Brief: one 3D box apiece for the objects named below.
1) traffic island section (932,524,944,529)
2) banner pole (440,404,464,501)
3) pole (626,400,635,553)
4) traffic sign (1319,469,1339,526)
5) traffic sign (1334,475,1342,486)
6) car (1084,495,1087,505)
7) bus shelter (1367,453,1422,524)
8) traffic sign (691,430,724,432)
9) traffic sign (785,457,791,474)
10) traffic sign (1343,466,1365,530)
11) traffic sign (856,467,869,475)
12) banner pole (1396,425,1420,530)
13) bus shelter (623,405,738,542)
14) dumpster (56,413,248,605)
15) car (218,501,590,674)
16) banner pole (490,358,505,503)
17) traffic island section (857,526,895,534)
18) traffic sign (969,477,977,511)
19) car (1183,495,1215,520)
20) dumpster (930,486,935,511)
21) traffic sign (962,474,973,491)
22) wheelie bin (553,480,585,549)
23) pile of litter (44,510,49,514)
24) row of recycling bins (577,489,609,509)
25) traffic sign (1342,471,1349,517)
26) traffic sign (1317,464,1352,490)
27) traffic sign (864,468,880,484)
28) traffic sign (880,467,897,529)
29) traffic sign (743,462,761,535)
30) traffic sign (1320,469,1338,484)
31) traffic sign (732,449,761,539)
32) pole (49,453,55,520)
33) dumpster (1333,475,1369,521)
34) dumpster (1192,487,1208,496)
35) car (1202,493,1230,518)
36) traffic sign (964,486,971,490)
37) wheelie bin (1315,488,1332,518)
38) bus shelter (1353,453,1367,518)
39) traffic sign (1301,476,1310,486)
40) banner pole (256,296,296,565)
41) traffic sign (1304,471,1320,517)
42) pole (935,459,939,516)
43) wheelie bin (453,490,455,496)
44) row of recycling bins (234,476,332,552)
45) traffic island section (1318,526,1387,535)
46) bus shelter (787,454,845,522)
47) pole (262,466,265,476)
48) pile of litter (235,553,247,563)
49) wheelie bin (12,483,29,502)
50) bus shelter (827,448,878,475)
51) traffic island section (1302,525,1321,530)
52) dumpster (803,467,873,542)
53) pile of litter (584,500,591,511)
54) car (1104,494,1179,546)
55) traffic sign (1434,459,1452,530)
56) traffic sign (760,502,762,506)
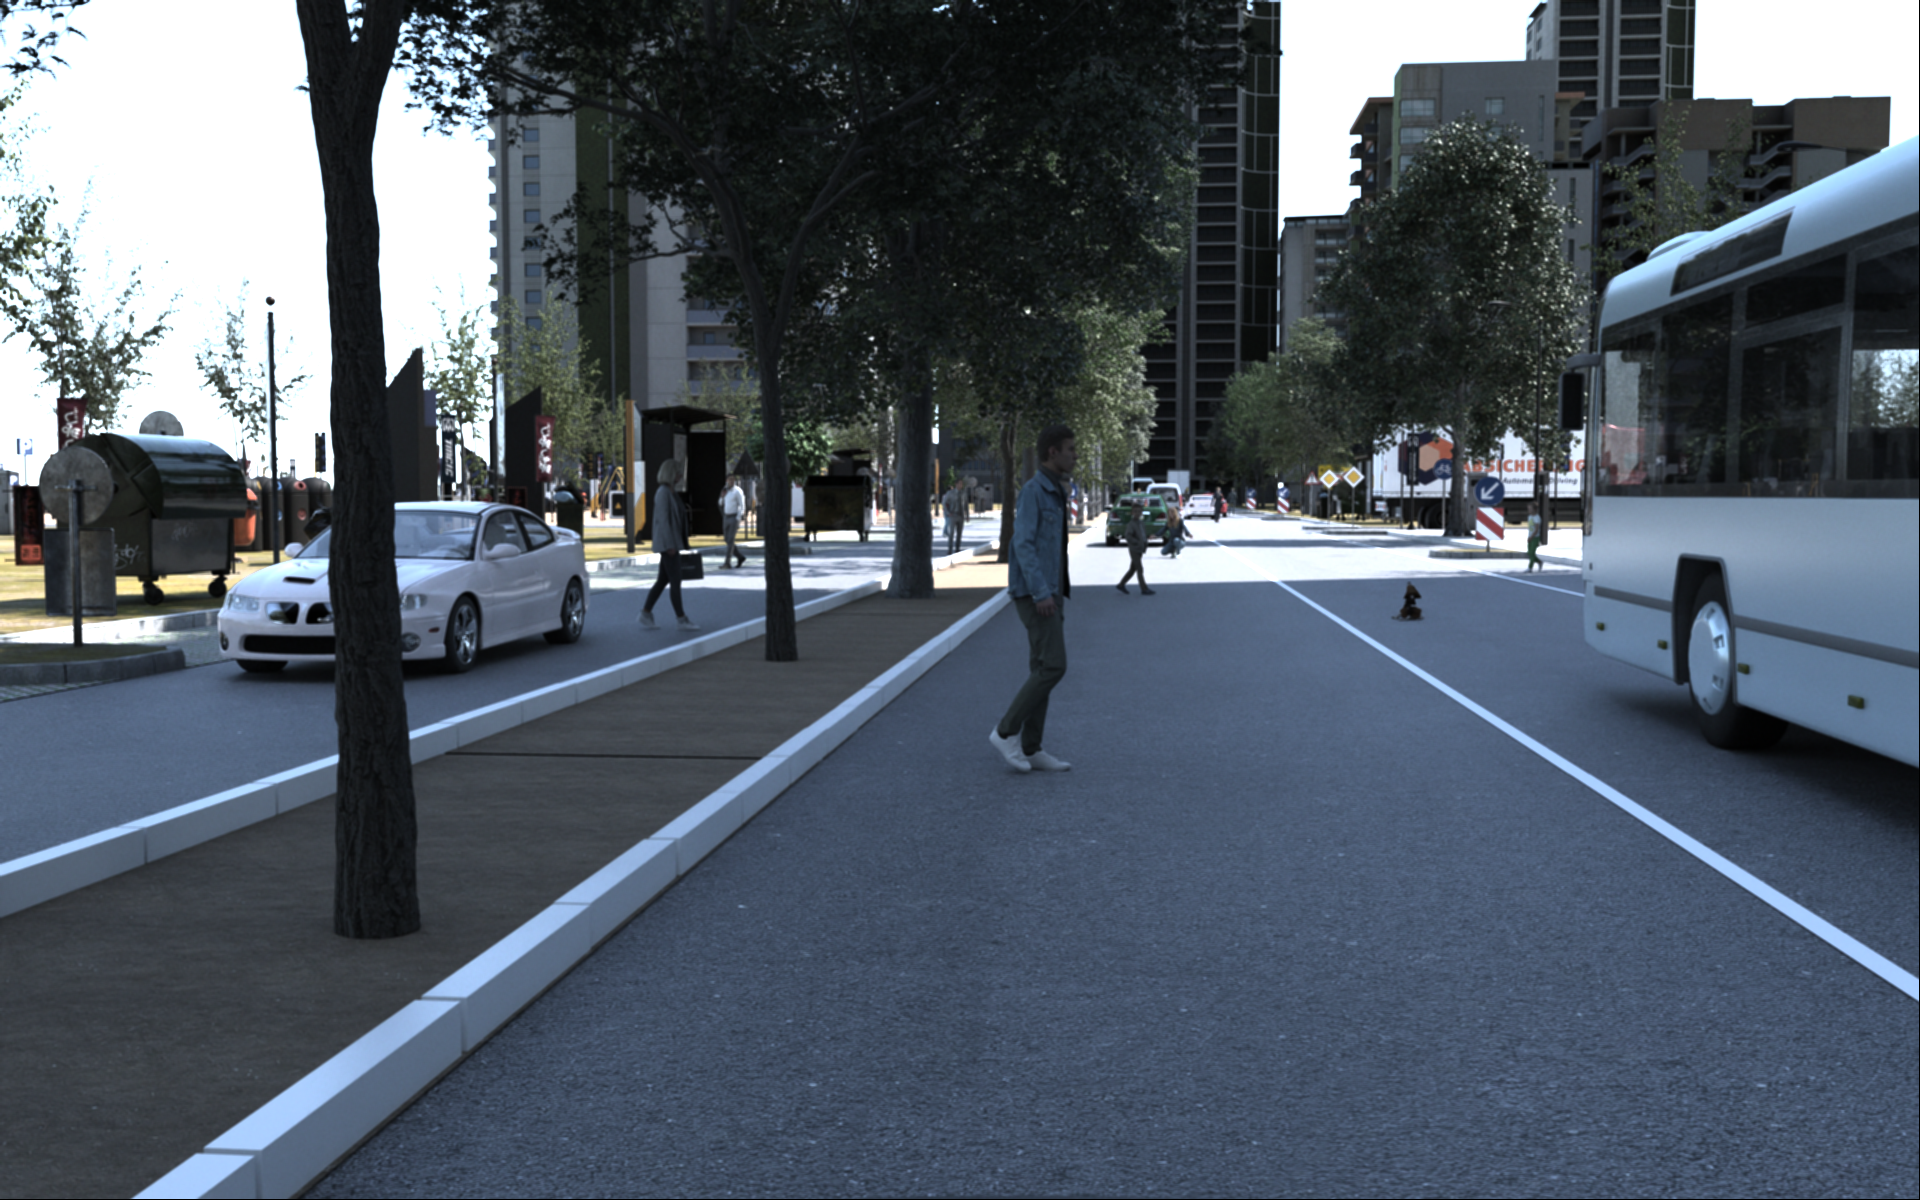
[{"bbox_3d":[-1.739,-3.009,71.471,2.009,0.180,2.903,0,4,6],"label":"traffic island section"},{"bbox_3d":[-13.971,-3.538,47.863,0.401,3.779,0.863,3,5,44],"label":"banner pole"},{"bbox_3d":[-7.165,-2.679,37.642,0.158,3.312,0.155,0,3,0],"label":"pole"},{"bbox_3d":[14.839,-4.039,69.675,0.795,2.450,0.064,0,4,6],"label":"traffic sign"},{"bbox_3d":[25.141,-7.059,115.526,0.768,2.556,0.104,0,4,7],"label":"traffic sign"},{"bbox_3d":[14.452,-11.500,200.393,2.083,1.381,4.827,0,4,5],"label":"car"},{"bbox_3d":[20.011,-6.101,77.379,2.179,5.291,8.768,0,4,6],"label":"bus shelter"},{"bbox_3d":[-8.595,-3.751,55.204,2.265,3.308,0.079,1,4,10],"label":"traffic sign"},{"bbox_3d":[-5.729,-3.338,54.675,0.768,2.556,0.104,0,4,8],"label":"traffic sign"},{"bbox_3d":[14.015,-3.553,61.732,0.795,2.450,0.064,0,4,6],"label":"traffic sign"},{"bbox_3d":[-4.591,-5.033,82.396,0.768,2.556,0.104,1,4,13],"label":"traffic sign"},{"bbox_3d":[16.148,-4.426,62.375,0.863,3.779,0.401,0,4,-6],"label":"banner pole"},{"bbox_3d":[-7.798,-3.525,48.910,1.731,3.624,6.357,0,4,6],"label":"bus shelter"},{"bbox_3d":[-9.699,-1.113,20.688,1.502,2.255,1.985,0,4,6],"label":"dumpster"},{"bbox_3d":[-4.734,-0.186,15.401,2.083,1.381,4.827,0,4,5],"label":"car"},{"bbox_3d":[-8.469,-2.556,31.812,0.401,3.779,0.863,-2,4,-30],"label":"banner pole"},{"bbox_3d":[-2.563,-2.523,63.529,2.009,0.180,2.903,0,4,6],"label":"traffic island section"},{"bbox_3d":[0.914,-7.907,129.386,0.768,2.556,0.104,0,4,7],"label":"traffic sign"},{"bbox_3d":[13.712,-5.261,98.382,2.083,1.381,4.827,0,4,4],"label":"car"},{"bbox_3d":[-2.224,-5.643,94.751,1.502,2.255,1.985,0,4,6],"label":"dumpster"},{"bbox_3d":[0.421,-6.844,111.906,0.884,2.594,0.081,0,4,7],"label":"traffic sign"},{"bbox_3d":[-8.523,-1.829,37.806,0.693,1.594,0.980,-1,4,-12],"label":"wheelie bin"},{"bbox_3d":[-60.037,-6.060,113.047,1.719,0.858,1.176,2,4,33],"label":"pile of litter"},{"bbox_3d":[-31.787,-8.725,149.769,3.534,1.692,1.069,1,4,17],"label":"row of recycling bins"},{"bbox_3d":[21.642,-5.895,96.483,0.768,2.556,0.104,1,4,16],"label":"traffic sign"},{"bbox_3d":[25.071,-7.464,115.904,2.265,3.308,0.079,1,4,9],"label":"traffic sign"},{"bbox_3d":[-3.887,-4.544,75.487,0.795,2.450,0.064,1,4,12],"label":"traffic sign"},{"bbox_3d":[-2.539,-3.659,63.464,0.795,2.450,0.064,0,4,6],"label":"traffic sign"},{"bbox_3d":[-6.538,-3.200,54.454,0.606,2.300,0.079,1,4,10],"label":"traffic sign"},{"bbox_3d":[19.169,-5.507,90.042,0.884,2.594,0.081,1,4,14],"label":"traffic sign"},{"bbox_3d":[-6.126,-3.033,49.596,0.884,2.594,0.081,1,4,13],"label":"traffic sign"},{"bbox_3d":[-45.434,-5.678,86.683,0.158,3.312,0.155,0,3,0],"label":"pole"},{"bbox_3d":[18.741,-4.929,83.085,1.502,2.255,1.985,0,4,6],"label":"dumpster"},{"bbox_3d":[29.566,-12.746,213.342,1.985,2.255,1.502,0,4,6],"label":"dumpster"},{"bbox_3d":[15.639,-6.016,107.405,2.155,1.783,4.494,0,4,7],"label":"car"},{"bbox_3d":[0.358,-7.691,125.754,0.884,2.594,0.081,1,4,15],"label":"traffic sign"},{"bbox_3d":[19.300,-5.144,92.014,0.693,1.594,0.980,-1,4,-15],"label":"wheelie bin"},{"bbox_3d":[22.084,-6.969,91.569,2.179,5.291,8.768,0,4,6],"label":"bus shelter"},{"bbox_3d":[23.802,-7.266,118.904,0.768,2.556,0.104,1,4,8],"label":"traffic sign"},{"bbox_3d":[-8.806,-1.966,22.154,0.401,3.779,0.863,-2,4,-28],"label":"banner pole"},{"bbox_3d":[19.379,-5.833,95.370,0.884,2.594,0.081,1,4,12],"label":"traffic sign"},{"bbox_3d":[-1.334,-6.493,100.009,0.158,3.312,0.155,0,3,0],"label":"pole"},{"bbox_3d":[-41.722,-8.235,142.555,0.693,1.594,0.980,1,4,16],"label":"wheelie bin"},{"bbox_3d":[-15.646,-1.990,39.650,1.069,1.692,3.534,1,4,13],"label":"row of recycling bins"},{"bbox_3d":[14.039,-2.418,61.807,2.009,0.180,2.903,0,4,6],"label":"traffic island section"},{"bbox_3d":[-6.881,-5.357,81.515,2.014,3.302,5.546,0,4,6],"label":"bus shelter"},{"bbox_3d":[-51.294,-8.185,127.674,0.158,3.312,0.155,0,3,0],"label":"pole"},{"bbox_3d":[-14.178,-1.139,32.595,1.719,0.858,1.176,3,5,42],"label":"pile of litter"},{"bbox_3d":[-26.933,-2.573,49.976,0.693,1.594,0.980,-3,4,-36],"label":"wheelie bin"},{"bbox_3d":[-5.622,-6.122,91.374,1.731,3.624,6.357,0,4,6],"label":"bus shelter"},{"bbox_3d":[14.863,-2.903,69.749,2.009,0.180,2.903,0,4,6],"label":"traffic island section"},{"bbox_3d":[-3.666,-2.872,51.912,1.985,2.255,1.502,0,4,7],"label":"dumpster"},{"bbox_3d":[-28.376,-7.154,130.927,1.719,0.858,1.176,1,4,21],"label":"pile of litter"},{"bbox_3d":[5.112,-2.274,48.976,2.131,1.459,4.920,0,4,8],"label":"car"},{"bbox_3d":[17.367,-3.795,62.147,0.768,2.556,0.104,0,4,7],"label":"traffic sign"},{"bbox_3d":[-8.306,-4.408,72.180,0.768,2.556,0.104,1,4,12],"label":"traffic sign"}]
